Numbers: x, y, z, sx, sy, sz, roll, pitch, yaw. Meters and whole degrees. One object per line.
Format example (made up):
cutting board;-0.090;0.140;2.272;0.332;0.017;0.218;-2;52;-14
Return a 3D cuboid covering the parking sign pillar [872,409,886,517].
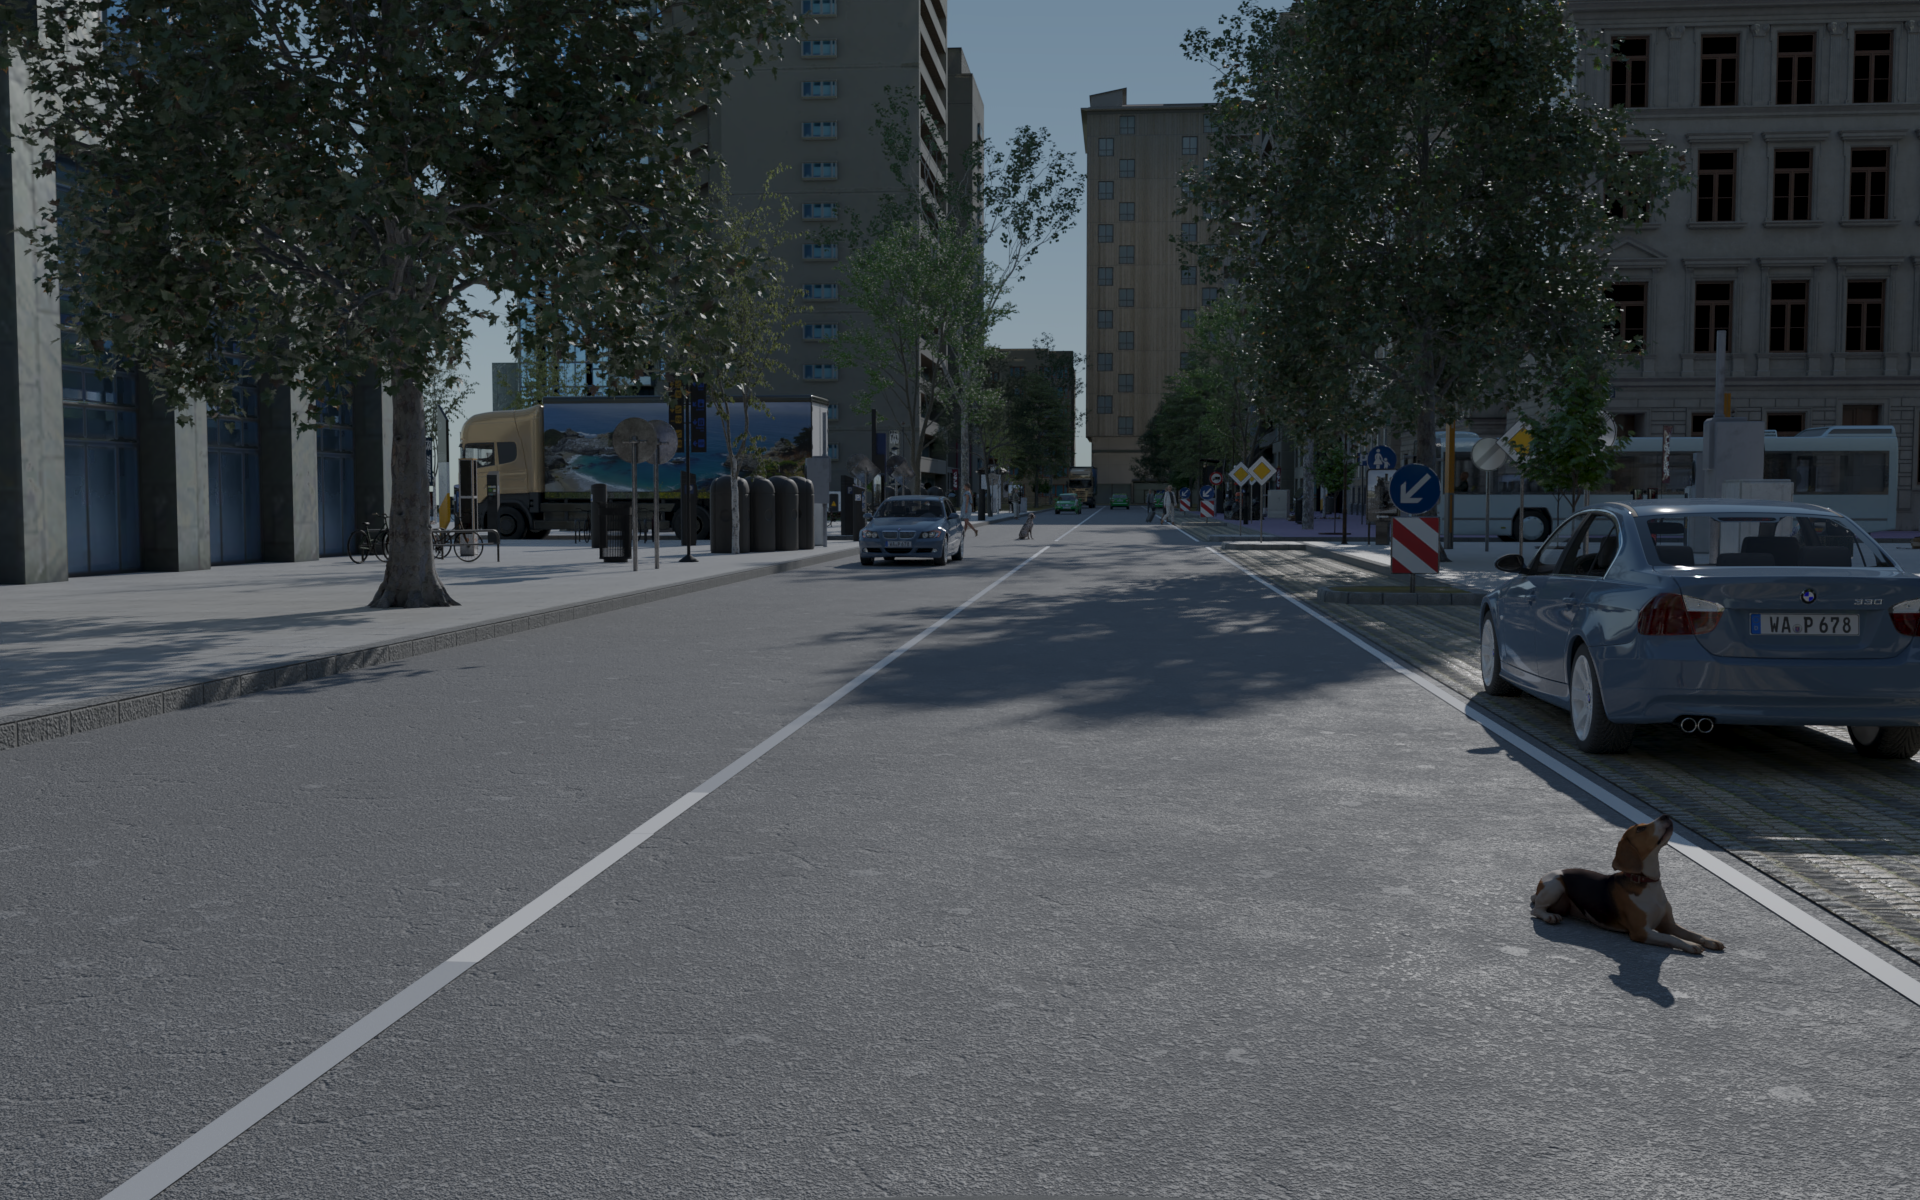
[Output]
parking sign pillar;-2.615;-4.106;55.600;1.447;3.967;1.447;0;4;-2

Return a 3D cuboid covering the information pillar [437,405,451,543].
information pillar;-13.496;-3.298;45.272;0.183;3.616;0.504;-3;5;-43

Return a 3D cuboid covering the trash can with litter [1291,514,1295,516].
trash can with litter;19.271;-5.348;98.499;1.678;1.210;2.233;-1;4;-18

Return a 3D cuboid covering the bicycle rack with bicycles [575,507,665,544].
bicycle rack with bicycles;-9.105;-1.993;45.962;2.852;0.926;2.925;0;4;-8

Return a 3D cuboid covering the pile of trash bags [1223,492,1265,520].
pile of trash bags;14.221;-4.745;87.329;1.912;1.369;3.447;0;4;2

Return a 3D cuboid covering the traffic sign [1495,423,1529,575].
traffic sign;8.273;-1.487;25.504;0.795;2.450;0.064;0;4;6

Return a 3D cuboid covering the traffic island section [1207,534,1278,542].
traffic island section;8.654;-1.898;53.319;2.009;0.180;2.903;0;4;5

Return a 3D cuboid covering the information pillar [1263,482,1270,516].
information pillar;18.264;-6.041;103.259;0.304;2.012;0.304;-1;4;-10

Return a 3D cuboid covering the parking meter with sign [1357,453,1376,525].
parking meter with sign;17.359;-4.663;72.501;0.543;3.016;1.738;-2;4;-24

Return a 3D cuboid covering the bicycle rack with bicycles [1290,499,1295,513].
bicycle rack with bicycles;22.943;-6.469;119.142;2.925;0.926;2.852;3;5;45

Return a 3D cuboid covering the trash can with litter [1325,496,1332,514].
trash can with litter;23.248;-5.978;109.129;0.624;1.170;1.055;1;4;17

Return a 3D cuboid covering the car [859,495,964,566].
car;-0.950;-1.484;36.269;2.014;1.417;4.499;0;4;7

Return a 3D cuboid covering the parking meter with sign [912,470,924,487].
parking meter with sign;-2.743;-7.759;123.126;0.543;3.016;1.738;2;4;25

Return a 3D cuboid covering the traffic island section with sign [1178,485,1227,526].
traffic island section with sign;10.957;-4.231;77.810;1.989;1.847;2.006;0;4;5

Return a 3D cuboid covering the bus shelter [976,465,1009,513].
bus shelter;2.311;-7.830;121.941;2.014;3.302;5.546;0;4;5

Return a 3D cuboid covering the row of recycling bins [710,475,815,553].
row of recycling bins;-4.360;-1.945;38.920;1.069;1.692;3.534;2;4;27

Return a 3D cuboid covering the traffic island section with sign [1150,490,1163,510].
traffic island section with sign;18.173;-8.930;154.629;1.989;1.847;2.006;0;4;5

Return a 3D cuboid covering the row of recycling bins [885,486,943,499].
row of recycling bins;-2.560;-5.242;92.816;3.534;1.692;1.069;-2;4;-23

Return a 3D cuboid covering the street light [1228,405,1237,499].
street light;14.224;-7.178;90.153;0.468;5.910;1.993;0;4;5

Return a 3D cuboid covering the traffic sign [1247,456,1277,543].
traffic sign;7.884;-2.547;45.294;0.795;2.450;0.064;0;4;5

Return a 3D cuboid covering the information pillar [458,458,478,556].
information pillar;-10.155;-1.913;35.775;0.304;2.012;0.304;0;4;0

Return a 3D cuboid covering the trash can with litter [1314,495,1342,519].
trash can with litter;18.647;-4.758;88.855;2.233;1.210;1.678;1;4;19

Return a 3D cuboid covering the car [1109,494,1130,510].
car;14.866;-9.321;161.198;1.959;1.807;4.718;0;4;5

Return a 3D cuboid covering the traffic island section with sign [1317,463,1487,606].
traffic island section with sign;5.833;-0.887;23.131;1.989;1.847;2.006;0;4;5

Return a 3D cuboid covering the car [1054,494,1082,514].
car;7.735;-7.030;123.744;1.959;1.807;4.718;0;4;6

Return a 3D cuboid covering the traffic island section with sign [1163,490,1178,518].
traffic island section with sign;13.517;-5.901;105.105;1.989;1.847;2.006;0;4;5

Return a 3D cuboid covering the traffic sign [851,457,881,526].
traffic sign;-2.513;-2.608;46.286;0.795;2.450;0.064;0;4;5

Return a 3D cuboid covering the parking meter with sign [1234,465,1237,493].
parking meter with sign;17.559;-6.699;105.789;1.738;3.016;0.543;-2;4;-25

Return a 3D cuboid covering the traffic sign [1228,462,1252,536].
traffic sign;8.629;-3.034;53.244;0.795;2.450;0.064;0;4;5

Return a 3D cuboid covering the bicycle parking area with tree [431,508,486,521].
bicycle parking area with tree;-23.261;-6.529;93.747;8.231;4.147;9.016;0;4;-3

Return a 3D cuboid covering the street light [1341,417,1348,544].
street light;9.864;-4.372;44.268;0.468;5.910;1.993;0;4;5

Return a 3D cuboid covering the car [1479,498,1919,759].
car;4.427;0.080;10.699;2.014;1.417;4.499;0;4;6

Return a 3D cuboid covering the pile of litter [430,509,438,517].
pile of litter;-30.671;-5.204;99.043;1.719;0.858;1.176;0;4;-1

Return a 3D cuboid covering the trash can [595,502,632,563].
trash can;-6.494;-1.283;32.631;0.748;1.137;0.748;0;3;0

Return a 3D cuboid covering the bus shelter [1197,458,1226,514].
bus shelter;16.904;-7.651;116.383;1.731;3.624;6.357;0;4;6

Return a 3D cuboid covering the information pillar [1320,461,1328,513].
information pillar;24.327;-7.606;115.708;0.504;3.616;0.183;2;4;35

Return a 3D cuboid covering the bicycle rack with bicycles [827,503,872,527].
bicycle rack with bicycles;-3.827;-3.352;68.193;2.925;0.926;2.852;1;4;19

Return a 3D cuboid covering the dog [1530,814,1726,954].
dog;2.195;0.882;5.767;0.550;0.427;0.748;1;4;12

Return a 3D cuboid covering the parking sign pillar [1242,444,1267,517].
parking sign pillar;16.422;-6.619;96.694;1.447;3.967;1.447;-1;4;-16

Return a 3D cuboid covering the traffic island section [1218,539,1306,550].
traffic island section;7.908;-1.412;45.369;2.009;0.180;2.903;0;4;5

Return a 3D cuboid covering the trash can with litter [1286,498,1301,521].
trash can with litter;16.000;-4.314;81.927;1.055;1.170;0.624;-2;4;-28

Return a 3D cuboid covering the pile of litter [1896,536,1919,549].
pile of litter;22.742;-1.615;40.377;1.719;0.858;1.176;1;4;23

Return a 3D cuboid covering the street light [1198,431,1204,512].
street light;17.639;-9.453;127.344;0.468;5.910;1.993;0;4;5

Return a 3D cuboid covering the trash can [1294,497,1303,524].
trash can;14.518;-3.775;73.374;0.748;1.137;0.748;0;3;0

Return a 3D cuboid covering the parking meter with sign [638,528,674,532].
parking meter with sign;-10.010;-3.786;58.163;1.738;3.016;0.543;-2;4;-26

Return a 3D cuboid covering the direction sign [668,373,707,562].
direction sign;-5.129;-2.486;32.646;0.876;3.537;0.379;2;4;30

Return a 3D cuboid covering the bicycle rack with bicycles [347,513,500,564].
bicycle rack with bicycles;-10.178;-1.174;32.583;2.852;0.926;2.925;3;5;39

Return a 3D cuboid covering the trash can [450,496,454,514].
trash can;-31.486;-5.883;107.833;0.748;1.137;0.748;0;3;0

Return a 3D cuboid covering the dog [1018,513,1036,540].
dog;1.983;-2.320;54.769;0.800;0.831;0.513;0;4;4

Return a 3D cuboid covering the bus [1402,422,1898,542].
bus;18.487;-3.250;48.001;13.247;3.499;2.948;0;4;6

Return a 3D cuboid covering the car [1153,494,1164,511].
car;17.070;-8.387;145.925;1.959;1.807;4.718;0;4;6

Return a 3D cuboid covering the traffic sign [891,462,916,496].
traffic sign;-1.767;-3.094;54.236;0.795;2.450;0.064;0;4;5
